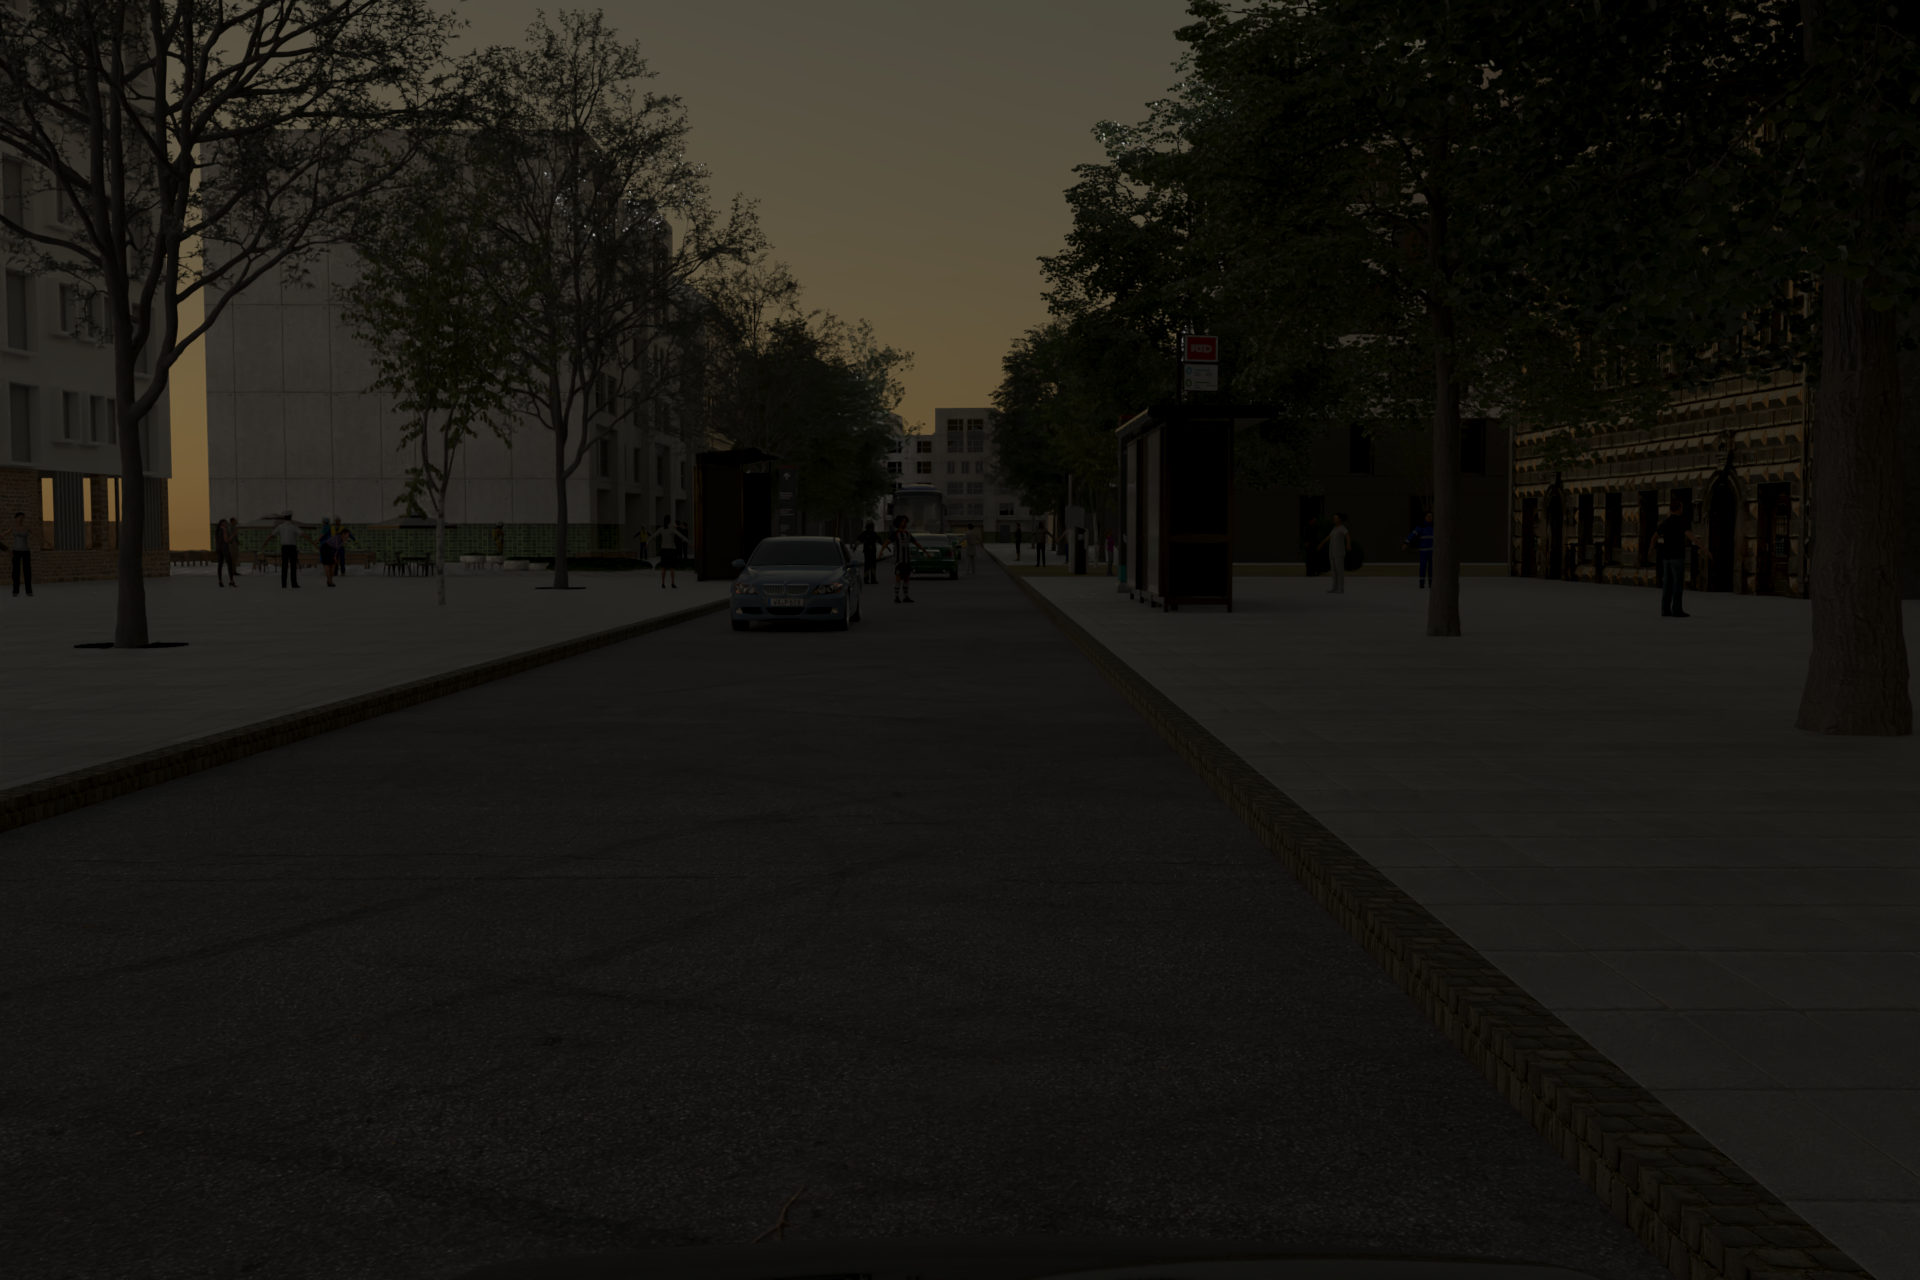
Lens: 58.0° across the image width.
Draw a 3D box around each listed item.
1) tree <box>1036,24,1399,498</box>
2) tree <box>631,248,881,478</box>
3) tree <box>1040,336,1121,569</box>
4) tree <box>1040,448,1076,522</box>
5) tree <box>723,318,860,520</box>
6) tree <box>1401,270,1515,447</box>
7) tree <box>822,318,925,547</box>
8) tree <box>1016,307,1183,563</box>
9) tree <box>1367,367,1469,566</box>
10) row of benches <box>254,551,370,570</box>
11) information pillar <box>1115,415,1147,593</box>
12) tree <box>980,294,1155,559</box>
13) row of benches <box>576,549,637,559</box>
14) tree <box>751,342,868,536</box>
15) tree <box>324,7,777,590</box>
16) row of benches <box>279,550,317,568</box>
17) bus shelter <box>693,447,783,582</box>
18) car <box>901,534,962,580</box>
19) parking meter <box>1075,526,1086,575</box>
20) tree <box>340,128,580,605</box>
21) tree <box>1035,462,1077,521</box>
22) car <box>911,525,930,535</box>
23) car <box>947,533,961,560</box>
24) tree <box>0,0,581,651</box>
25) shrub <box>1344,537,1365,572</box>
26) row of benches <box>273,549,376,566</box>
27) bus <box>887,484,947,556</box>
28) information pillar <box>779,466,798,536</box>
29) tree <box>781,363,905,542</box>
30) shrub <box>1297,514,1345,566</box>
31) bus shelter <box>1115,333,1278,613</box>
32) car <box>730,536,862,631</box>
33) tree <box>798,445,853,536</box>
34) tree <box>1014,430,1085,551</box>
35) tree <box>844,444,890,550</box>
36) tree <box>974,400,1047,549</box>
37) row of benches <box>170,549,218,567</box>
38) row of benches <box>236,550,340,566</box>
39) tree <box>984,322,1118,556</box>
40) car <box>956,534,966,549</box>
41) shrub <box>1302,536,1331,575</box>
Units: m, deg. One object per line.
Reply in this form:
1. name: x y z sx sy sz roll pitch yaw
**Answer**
1. tree: 6.714 -8.483 45.349 9.857 13.997 8.962 0 3 0
2. tree: -8.578 -9.994 73.772 12.009 13.543 11.850 0 3 0
3. tree: 5.015 -6.926 63.607 4.737 8.622 4.395 0 3 0
4. tree: 7.178 -10.502 122.066 4.737 8.622 4.395 0 3 0
5. tree: -9.097 -10.561 90.807 7.486 12.596 7.792 0 3 0
6. tree: 20.640 -9.198 60.755 12.009 13.543 11.850 0 3 0
7. tree: -9.357 -18.282 154.801 12.611 20.169 13.585 0 3 0
8. tree: 6.385 -9.305 77.888 9.928 11.665 9.643 0 3 0
9. tree: 19.319 -7.342 70.396 4.360 8.622 3.978 0 3 0
10. row of benches: -23.654 -2.909 63.018 4.104 0.672 1.422 0 4 -8
11. information pillar: 3.808 -2.971 37.957 0.750 3.857 0.750 0 4 0
12. tree: 6.145 -10.901 88.594 12.009 13.543 11.850 0 3 0
13. row of benches: -14.397 -3.395 70.968 1.422 0.672 4.104 1 4 17
14. tree: -9.187 -11.172 100.783 7.486 12.596 7.792 0 3 0
15. tree: -9.146 -7.926 39.968 12.009 13.543 11.850 0 3 0
16. row of benches: -25.384 -3.110 66.312 1.422 0.672 4.104 -2 4 -31
17. bus shelter: -6.306 -3.581 49.824 1.731 3.624 6.357 0 4 1
18. car: -0.980 -2.680 55.621 2.131 1.459 4.920 0 4 -1
19. parking meter: 3.823 -2.846 54.950 0.372 1.533 0.369 0 3 0
20. tree: -9.231 -4.940 31.128 4.737 8.622 4.395 0 3 0
21. tree: 6.556 -10.107 115.609 4.360 8.622 3.978 0 3 0
22. car: -1.635 -3.725 69.701 1.959 1.807 4.718 0 4 1
23. car: -0.848 -5.487 98.504 1.959 1.807 4.718 0 4 -1
24. tree: -9.228 -6.658 19.220 12.009 13.543 11.850 0 3 0
25. shrub: 13.346 -2.942 59.210 1.383 1.207 1.383 0 3 0
26. row of benches: -26.103 -3.424 71.437 4.104 0.672 1.422 -1 4 -14
27. bus: -2.027 -5.995 89.563 2.896 3.916 12.251 0 4 0
28. information pillar: -6.512 -4.671 65.747 0.750 3.857 0.750 0 4 2
29. tree: -8.747 -13.440 126.394 9.857 13.997 8.962 0 3 0
30. shrub: 12.847 -3.499 61.620 1.690 2.028 1.600 0 3 0
31. bus shelter: 4.126 -3.349 32.392 2.179 5.291 8.768 0 3 0
32. car: -2.507 -0.931 27.228 2.014 1.417 4.499 0 4 0
33. tree: -8.995 -9.863 111.618 4.737 8.622 4.395 0 3 0
34. tree: 7.198 -12.473 129.683 9.928 11.665 9.643 0 3 0
35. tree: -9.249 -12.711 142.238 7.601 10.594 8.767 -2 4 -27
36. tree: 6.260 -14.616 149.333 12.009 13.543 11.850 0 3 0
37. row of benches: -31.014 -3.304 69.482 1.422 0.672 4.104 0 4 5
38. row of benches: -26.914 -3.294 69.317 4.104 0.672 1.422 -1 4 -14
39. tree: 6.168 -12.036 103.437 9.857 13.997 8.962 0 3 0
40. car: 0.189 -8.541 149.862 2.015 1.641 3.980 0 4 0
41. shrub: 11.254 -2.642 54.317 1.383 1.207 1.383 0 3 0
